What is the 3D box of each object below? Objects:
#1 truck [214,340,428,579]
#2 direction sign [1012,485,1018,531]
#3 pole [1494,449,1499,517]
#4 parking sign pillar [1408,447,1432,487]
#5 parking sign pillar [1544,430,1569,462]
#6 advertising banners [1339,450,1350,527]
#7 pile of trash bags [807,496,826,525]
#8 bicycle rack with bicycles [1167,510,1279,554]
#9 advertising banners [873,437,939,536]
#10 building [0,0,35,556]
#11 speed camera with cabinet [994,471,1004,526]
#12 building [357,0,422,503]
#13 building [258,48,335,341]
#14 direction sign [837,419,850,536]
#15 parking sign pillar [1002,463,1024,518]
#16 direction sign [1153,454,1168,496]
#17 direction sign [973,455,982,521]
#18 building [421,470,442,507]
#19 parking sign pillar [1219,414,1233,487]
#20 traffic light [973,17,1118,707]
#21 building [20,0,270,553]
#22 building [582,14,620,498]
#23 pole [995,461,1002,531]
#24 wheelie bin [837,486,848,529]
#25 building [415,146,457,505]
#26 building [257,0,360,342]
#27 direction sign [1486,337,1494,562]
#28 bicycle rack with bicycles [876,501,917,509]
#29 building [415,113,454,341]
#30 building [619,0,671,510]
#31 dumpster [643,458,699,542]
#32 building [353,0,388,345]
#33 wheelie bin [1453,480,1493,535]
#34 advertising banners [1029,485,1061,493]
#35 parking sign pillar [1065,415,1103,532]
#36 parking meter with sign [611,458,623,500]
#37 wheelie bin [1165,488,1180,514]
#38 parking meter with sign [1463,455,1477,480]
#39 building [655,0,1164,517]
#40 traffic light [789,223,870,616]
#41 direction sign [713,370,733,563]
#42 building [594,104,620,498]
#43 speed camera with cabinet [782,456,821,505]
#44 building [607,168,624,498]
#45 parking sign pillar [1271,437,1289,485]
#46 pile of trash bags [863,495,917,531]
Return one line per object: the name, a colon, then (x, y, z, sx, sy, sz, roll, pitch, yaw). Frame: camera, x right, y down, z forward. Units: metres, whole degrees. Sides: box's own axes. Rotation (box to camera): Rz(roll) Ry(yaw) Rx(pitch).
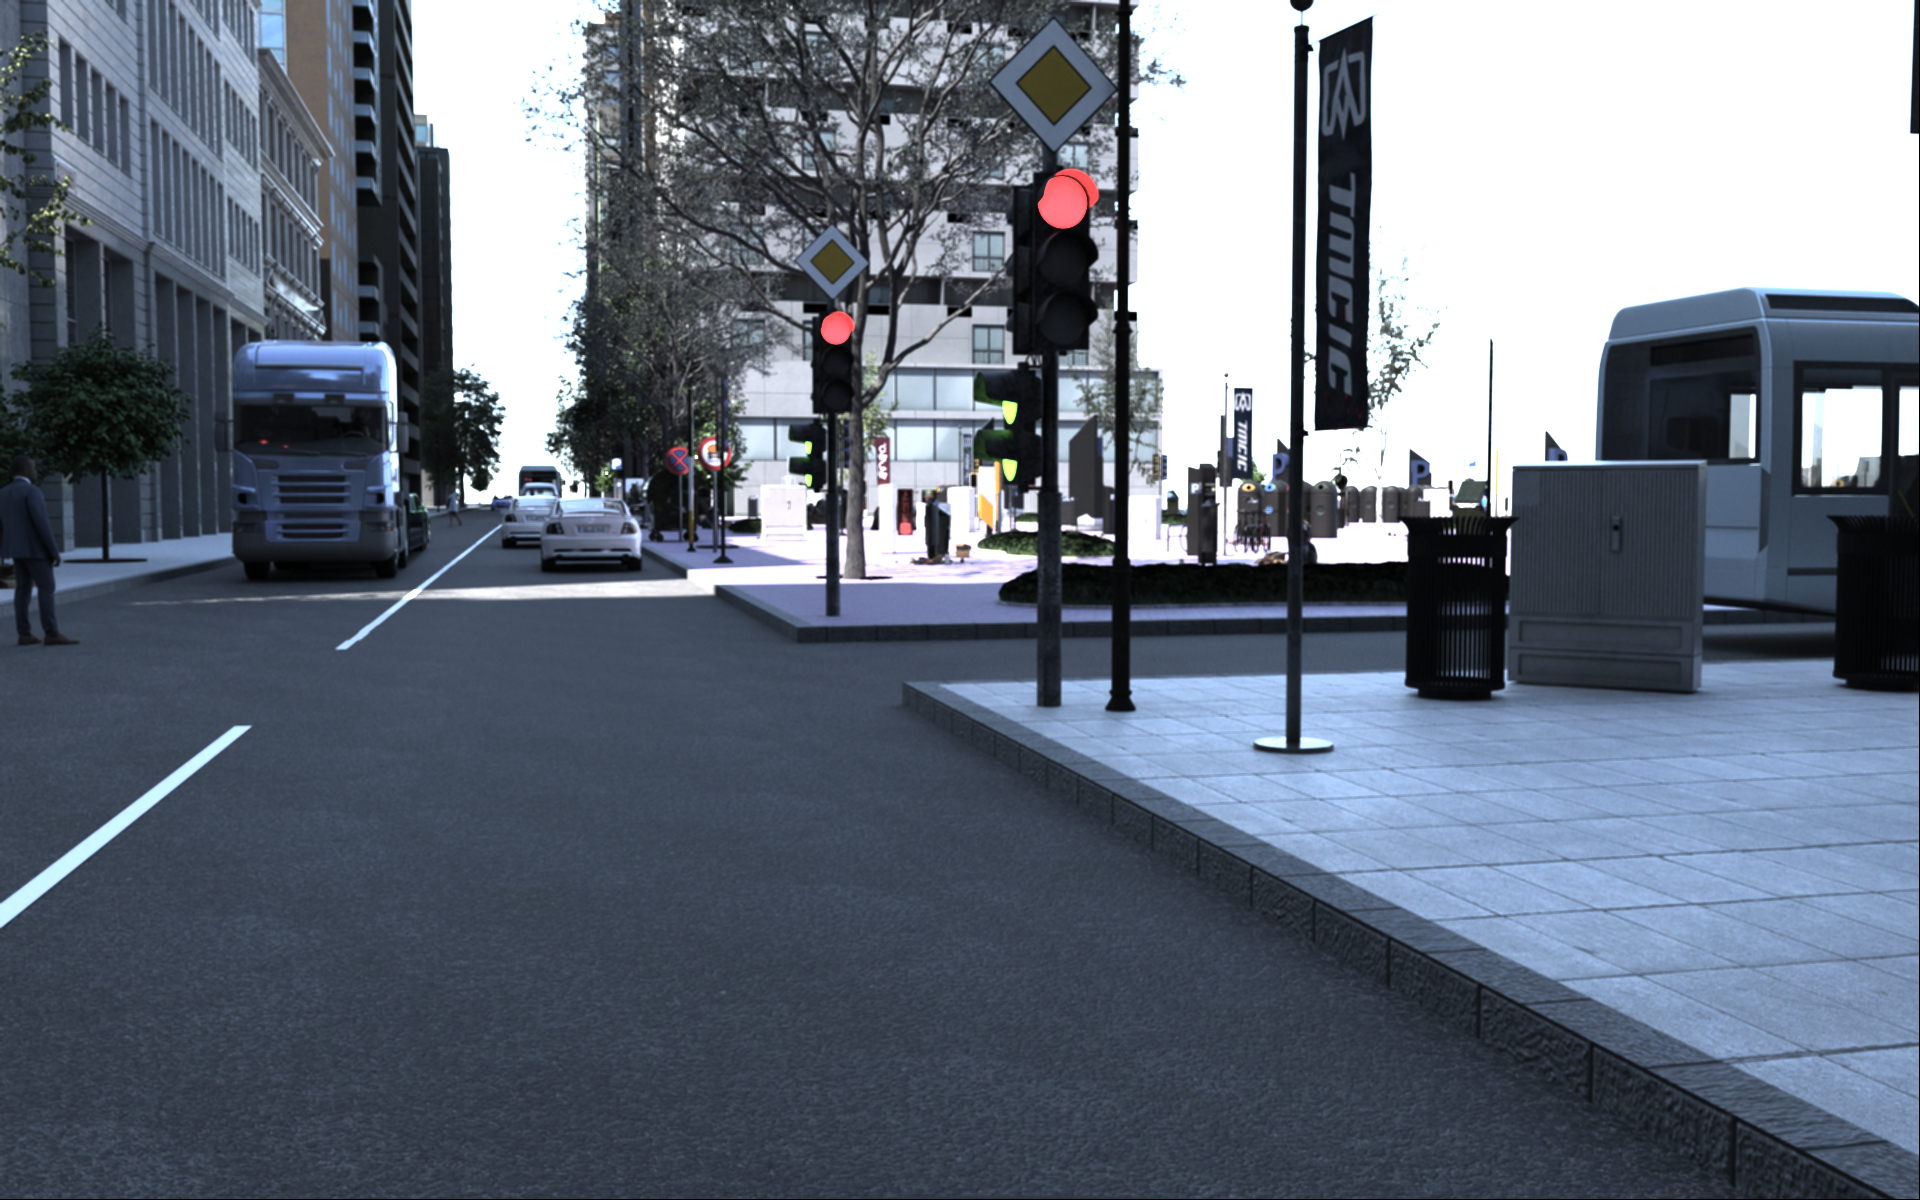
truck: (-12.698, -2.836, 36.132, 2.967, 4.110, 18.799, -1, 4, -15)
direction sign: (1.859, -4.082, 58.734, 0.379, 3.537, 0.876, -2, 4, -24)
pole: (24.533, -5.218, 79.161, 0.158, 3.312, 0.155, 0, 3, 0)
parking sign pillar: (26.564, -6.820, 99.973, 1.447, 3.967, 1.447, 0, 4, -8)
parking sign pillar: (25.322, -5.202, 73.519, 1.447, 3.967, 1.447, -3, 4, -38)
advertising banners: (15.162, -4.416, 68.385, 0.090, 3.025, 2.074, 0, 4, 2)
pile of trash bags: (-6.234, -3.870, 73.032, 3.447, 1.369, 1.912, -2, 4, -24)
bicycle rack with bicycles: (5.957, -1.538, 38.534, 2.852, 0.926, 2.925, 2, 4, 29)
advertising banners: (-1.660, -3.502, 53.440, 2.074, 3.025, 0.090, -1, 4, -13)
building: (-23.474, -12.701, 25.687, 12.078, 24.808, 19.932, -1, 4, -14)
speed camera with cabinet: (1.364, -4.587, 69.330, 0.660, 3.252, 2.038, 0, 4, 7)
building: (-55.957, -31.613, 140.578, 21.300, 48.544, 21.600, -1, 4, -14)
building: (-34.209, -14.600, 74.864, 11.583, 22.565, 21.152, -1, 4, -14)
direction sign: (-3.595, -3.710, 52.656, 0.379, 3.537, 0.876, 3, 5, 41)
parking sign pillar: (2.869, -6.464, 94.161, 1.447, 3.967, 1.447, -3, 5, -42)
direction sign: (11.412, -6.526, 98.701, 0.876, 3.537, 0.379, 0, 4, -6)
direction sign: (1.030, -5.546, 82.679, 0.876, 3.537, 0.379, 1, 4, 22)
building: (-64.908, -45.270, 178.413, 20.563, 71.187, 20.611, -1, 4, -14)
parking sign pillar: (9.099, -4.324, 59.163, 1.447, 3.967, 1.447, 1, 4, 12)
traffic light: (0.521, -1.313, 10.384, 0.839, 4.253, 0.868, -1, 4, -14)
building: (-28.236, -16.662, 49.924, 11.434, 29.767, 29.804, -1, 4, -14)
building: (-37.106, -41.542, 221.216, 21.231, 58.520, 28.212, -1, 4, -14)
pole: (1.276, -3.906, 57.710, 0.158, 3.312, 0.155, 0, 3, 0)
wheelie bin: (-4.461, -3.441, 64.168, 0.693, 1.594, 0.980, -2, 4, -23)
building: (-65.240, -31.405, 197.060, 14.154, 41.232, 14.086, -1, 4, -14)
building: (-40.422, -27.077, 92.821, 14.600, 45.320, 14.200, -1, 4, -14)
direction sign: (7.797, -2.049, 25.506, 0.379, 3.537, 0.876, 1, 4, 19)
bicycle rack with bicycles: (-3.301, -4.765, 91.290, 2.925, 0.926, 2.852, -3, 5, -43)
building: (-75.554, -36.564, 217.425, 23.786, 49.044, 30.456, -1, 4, -14)
building: (-20.456, -30.097, 142.192, 14.600, 45.320, 14.200, -1, 4, -14)
dumpster: (-7.815, -2.728, 47.104, 1.502, 2.255, 1.985, -1, 4, -13)
building: (-48.788, -48.935, 112.753, 22.319, 86.520, 31.000, -1, 4, -14)
wheelie bin: (11.695, -1.932, 39.504, 0.980, 1.594, 0.693, 3, 5, 45)
advertising banners: (3.470, -4.646, 72.155, 0.090, 3.025, 2.074, -3, 5, -39)
parking sign pillar: (4.319, -4.339, 59.412, 1.447, 3.967, 1.447, -3, 4, -38)
parking meter with sign: (-16.721, -5.437, 85.148, 0.543, 3.016, 1.738, 0, 4, -1)
wheelie bin: (10.456, -4.725, 85.158, 0.693, 1.594, 0.980, 1, 4, 13)
parking meter with sign: (22.760, -4.955, 77.268, 0.543, 3.016, 1.738, 1, 4, 18)
building: (-4.863, -31.833, 109.705, 28.713, 52.752, 27.495, -1, 4, -14)
traffic light: (-1.357, -1.787, 18.146, 0.839, 4.253, 0.868, -1, 4, -14)
direction sign: (-4.417, -2.459, 32.200, 0.379, 3.537, 0.876, 0, 4, 6)
building: (-31.563, -30.713, 185.753, 14.154, 41.232, 14.086, -1, 4, -14)
speed camera with cabinet: (-8.294, -5.905, 90.887, 2.038, 3.252, 0.660, 0, 4, -4)
building: (-24.822, -23.591, 157.418, 14.160, 30.474, 14.107, -1, 4, -14)
parking sign pillar: (15.267, -5.710, 81.823, 1.447, 3.967, 1.447, -2, 4, -26)
pile of trash bags: (-2.457, -3.134, 60.991, 3.447, 1.369, 1.912, -3, 4, -38)
